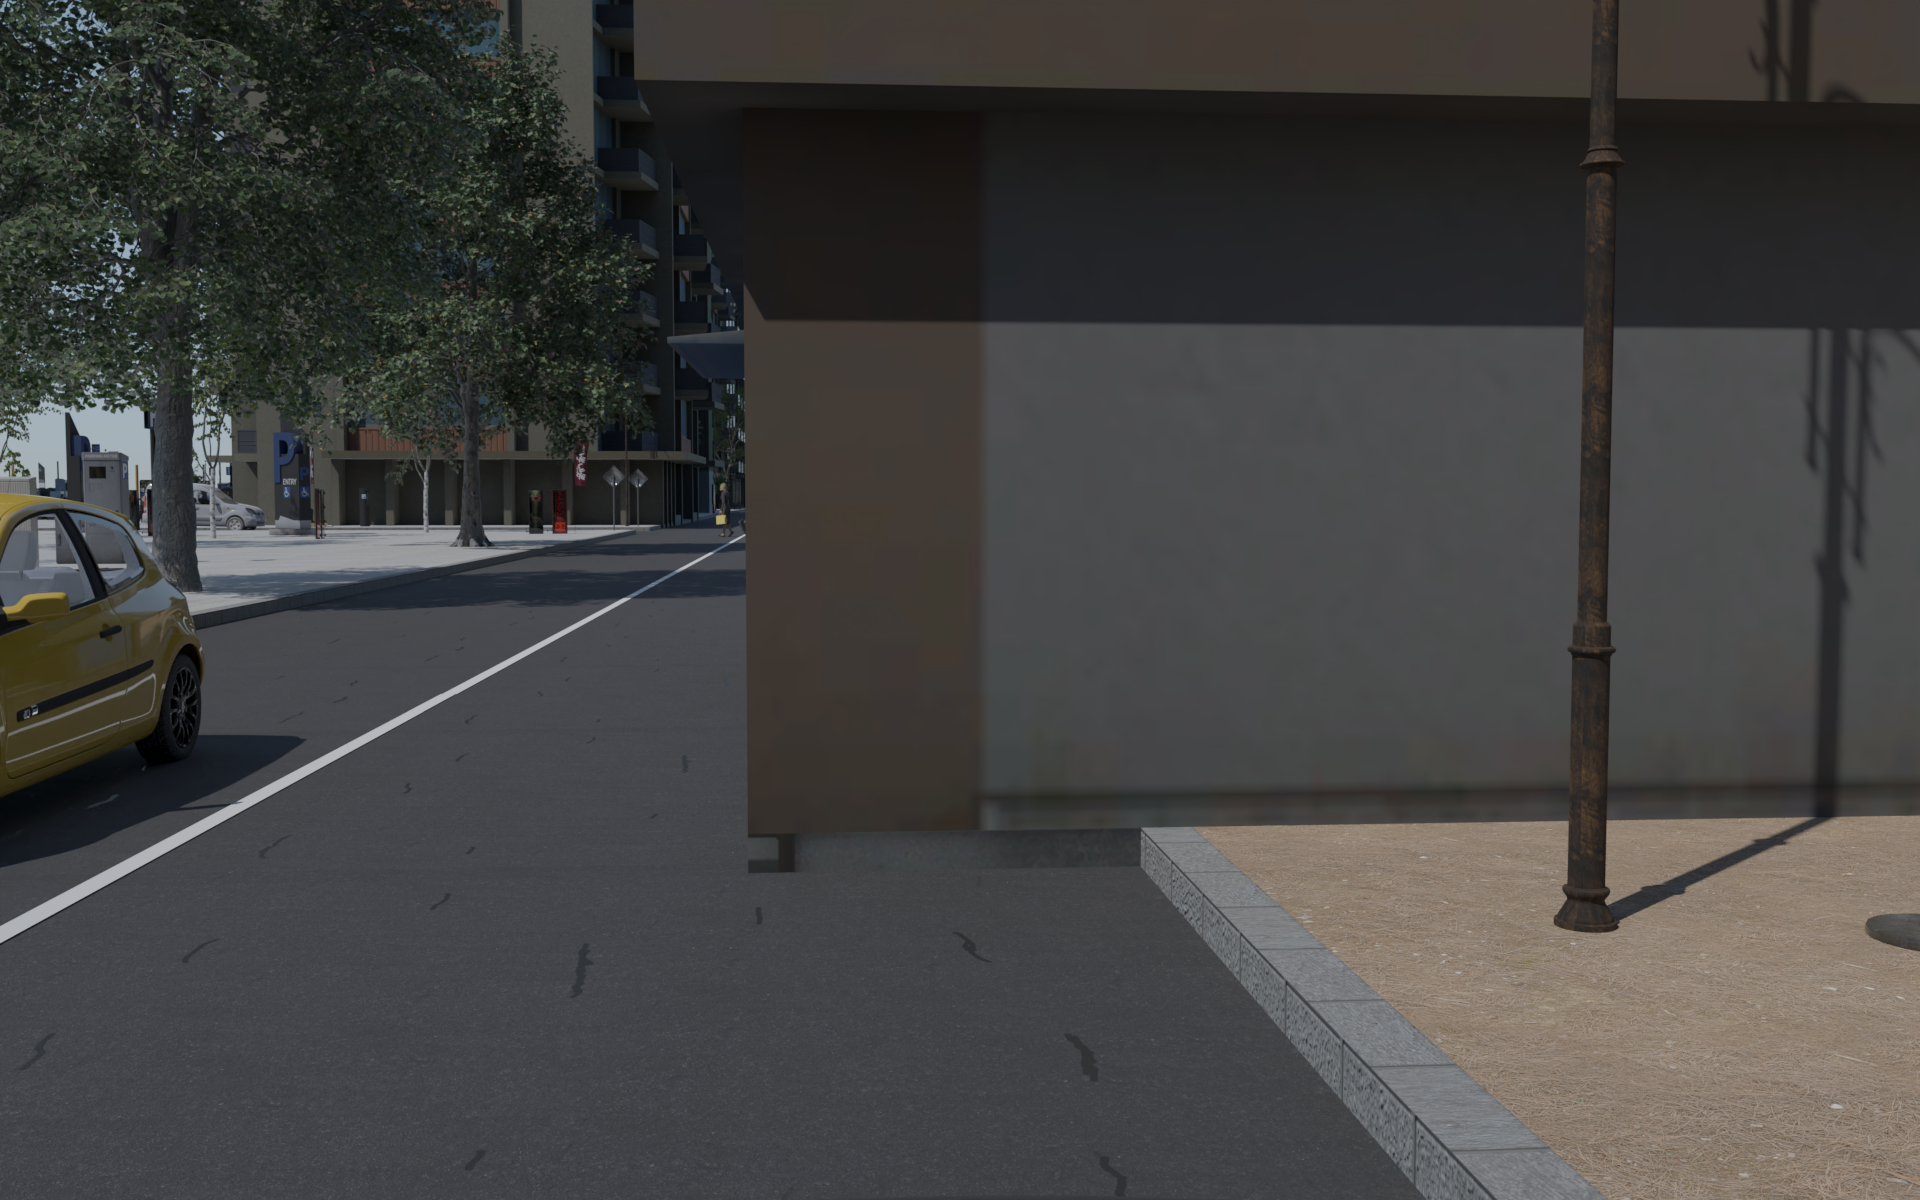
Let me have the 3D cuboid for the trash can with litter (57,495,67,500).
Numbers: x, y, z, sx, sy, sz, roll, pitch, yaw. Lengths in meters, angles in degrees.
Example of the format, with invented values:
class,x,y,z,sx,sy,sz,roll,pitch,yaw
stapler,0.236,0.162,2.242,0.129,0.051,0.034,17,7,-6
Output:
class,x,y,z,sx,sy,sz,roll,pitch,yaw
trash can with litter,-48.552,-5.108,94.578,2.233,1.210,1.678,-3,4,-37

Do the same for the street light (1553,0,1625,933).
class,x,y,z,sx,sy,sz,roll,pitch,yaw
street light,1.859,-1.968,4.969,0.468,5.910,1.993,0,4,-5

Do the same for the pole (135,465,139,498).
class,x,y,z,sx,sy,sz,roll,pitch,yaw
pole,-57.113,-7.730,120.228,0.158,3.312,0.155,0,3,0

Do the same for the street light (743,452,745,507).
class,x,y,z,sx,sy,sz,roll,pitch,yaw
street light,-21.458,-12.216,172.520,0.468,5.910,1.993,0,4,-5

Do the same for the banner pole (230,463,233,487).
class,x,y,z,sx,sy,sz,roll,pitch,yaw
banner pole,-44.121,-7.072,105.641,0.863,3.779,0.401,-3,5,-40

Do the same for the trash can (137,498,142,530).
class,x,y,z,sx,sy,sz,roll,pitch,yaw
trash can,-27.939,-2.852,58.282,0.748,1.137,0.748,0,3,0

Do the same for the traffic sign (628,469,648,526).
class,x,y,z,sx,sy,sz,roll,pitch,yaw
traffic sign,-12.737,-3.968,68.514,0.795,2.450,0.064,0,4,-5

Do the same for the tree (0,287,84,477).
class,x,y,z,sx,sy,sz,roll,pitch,yaw
tree,-27.374,-6.047,49.238,4.737,8.622,4.395,0,3,0

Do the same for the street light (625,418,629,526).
class,x,y,z,sx,sy,sz,roll,pitch,yaw
street light,-13.254,-5.873,68.809,0.468,5.910,1.993,0,4,-5

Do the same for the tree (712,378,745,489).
class,x,y,z,sx,sy,sz,roll,pitch,yaw
tree,-19.030,-12.568,139.904,8.767,10.594,7.601,0,4,2

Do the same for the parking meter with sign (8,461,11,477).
class,x,y,z,sx,sy,sz,roll,pitch,yaw
parking meter with sign,-50.292,-5.733,89.990,1.738,3.016,0.543,-1,4,-22

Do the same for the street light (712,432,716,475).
class,x,y,z,sx,sy,sz,roll,pitch,yaw
street light,-17.661,-9.245,123.938,0.468,5.910,1.993,0,4,-5

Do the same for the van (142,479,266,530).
class,x,y,z,sx,sy,sz,roll,pitch,yaw
van,-27.807,-3.474,63.813,4.112,2.044,2.013,0,4,-5

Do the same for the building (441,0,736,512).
class,x,y,z,sx,sy,sz,roll,pitch,yaw
building,-31.839,-30.679,156.232,22.147,44.769,28.867,0,4,-5

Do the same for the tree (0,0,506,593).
class,x,y,z,sx,sy,sz,roll,pitch,yaw
tree,-10.411,-7.083,22.463,9.857,13.997,8.962,0,3,0

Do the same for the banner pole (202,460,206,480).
class,x,y,z,sx,sy,sz,roll,pitch,yaw
banner pole,-56.153,-8.487,128.783,0.401,3.779,0.863,0,4,-4

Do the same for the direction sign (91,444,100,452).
class,x,y,z,sx,sy,sz,roll,pitch,yaw
direction sign,-39.289,-5.276,78.266,0.876,3.537,0.379,-1,4,-10

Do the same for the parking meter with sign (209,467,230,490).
class,x,y,z,sx,sy,sz,roll,pitch,yaw
parking meter with sign,-48.296,-7.176,113.582,1.738,3.016,0.543,1,4,14

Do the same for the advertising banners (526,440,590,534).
class,x,y,z,sx,sy,sz,roll,pitch,yaw
advertising banners,-12.932,-3.644,55.775,2.074,3.025,0.090,-2,4,-24

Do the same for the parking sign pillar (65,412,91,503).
class,x,y,z,sx,sy,sz,roll,pitch,yaw
parking sign pillar,-29.324,-4.232,57.666,1.447,3.967,1.447,-1,4,-11

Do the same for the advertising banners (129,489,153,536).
class,x,y,z,sx,sy,sz,roll,pitch,yaw
advertising banners,-24.600,-3.466,52.861,2.074,3.025,0.090,-1,4,-11

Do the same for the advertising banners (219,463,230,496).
class,x,y,z,sx,sy,sz,roll,pitch,yaw
advertising banners,-34.803,-5.240,81.865,0.090,3.025,2.074,-1,4,-10

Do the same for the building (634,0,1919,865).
class,x,y,z,sx,sy,sz,roll,pitch,yaw
building,5.195,-22.155,12.340,14.600,45.320,14.200,0,4,-5

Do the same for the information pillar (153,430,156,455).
class,x,y,z,sx,sy,sz,roll,pitch,yaw
information pillar,-19.773,-3.157,42.973,0.504,3.616,0.183,-3,4,-38

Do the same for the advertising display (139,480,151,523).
class,x,y,z,sx,sy,sz,roll,pitch,yaw
advertising display,-36.168,-4.422,77.518,0.974,1.923,0.123,-1,4,-23

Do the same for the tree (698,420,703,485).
class,x,y,z,sx,sy,sz,roll,pitch,yaw
tree,-16.758,-9.207,100.891,4.737,8.622,4.395,0,3,0

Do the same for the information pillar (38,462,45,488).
class,x,y,z,sx,sy,sz,roll,pitch,yaw
information pillar,-67.500,-8.317,127.335,0.504,3.616,0.183,1,4,9

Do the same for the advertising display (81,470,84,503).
class,x,y,z,sx,sy,sz,roll,pitch,yaw
advertising display,-22.189,-2.417,44.738,0.974,1.923,0.123,0,4,8

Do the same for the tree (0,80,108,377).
class,x,y,z,sx,sy,sz,roll,pitch,yaw
tree,-23.534,-6.961,39.570,9.928,11.665,9.643,0,3,0

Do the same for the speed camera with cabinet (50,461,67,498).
class,x,y,z,sx,sy,sz,roll,pitch,yaw
speed camera with cabinet,-53.713,-6.663,103.270,0.660,3.252,2.038,-1,4,-15

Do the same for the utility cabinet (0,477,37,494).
class,x,y,z,sx,sy,sz,roll,pitch,yaw
utility cabinet,-12.311,-0.805,21.842,1.173,1.500,0.318,-1,4,-12

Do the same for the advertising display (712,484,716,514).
class,x,y,z,sx,sy,sz,roll,pitch,yaw
advertising display,-16.275,-6.681,114.451,0.123,1.923,0.974,0,4,0

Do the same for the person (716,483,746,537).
class,x,y,z,sx,sy,sz,roll,pitch,yaw
person,-7.606,-3.039,58.409,1.509,1.804,0.699,-3,5,-39

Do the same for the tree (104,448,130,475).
class,x,y,z,sx,sy,sz,roll,pitch,yaw
tree,-36.118,-4.803,73.122,1.663,3.219,1.824,0,3,0

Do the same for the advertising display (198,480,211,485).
class,x,y,z,sx,sy,sz,roll,pitch,yaw
advertising display,-35.628,-4.684,81.793,0.974,1.923,0.123,2,4,31

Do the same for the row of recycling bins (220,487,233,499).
class,x,y,z,sx,sy,sz,roll,pitch,yaw
row of recycling bins,-40.558,-5.512,97.226,1.069,1.692,3.534,0,4,2

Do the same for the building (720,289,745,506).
class,x,y,z,sx,sy,sz,roll,pitch,yaw
building,-34.650,-34.616,185.578,23.786,49.044,30.456,0,4,-5

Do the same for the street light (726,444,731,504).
class,x,y,z,sx,sy,sz,roll,pitch,yaw
street light,-19.368,-10.530,144.958,0.468,5.910,1.993,0,4,-5

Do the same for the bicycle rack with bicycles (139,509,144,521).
class,x,y,z,sx,sy,sz,roll,pitch,yaw
bicycle rack with bicycles,-38.114,-4.237,82.665,2.852,0.926,2.925,0,4,-6

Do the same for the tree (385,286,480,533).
class,x,y,z,sx,sy,sz,roll,pitch,yaw
tree,-17.697,-6.551,57.471,4.360,8.622,3.978,0,3,0

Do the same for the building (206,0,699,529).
class,x,y,z,sx,sy,sz,roll,pitch,yaw
building,-22.895,-26.153,82.228,22.147,44.769,28.867,0,4,-5

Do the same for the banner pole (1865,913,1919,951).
class,x,y,z,sx,sy,sz,roll,pitch,yaw
banner pole,2.922,-0.922,5.086,0.401,3.779,0.863,1,4,23

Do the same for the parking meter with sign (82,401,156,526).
class,x,y,z,sx,sy,sz,roll,pitch,yaw
parking meter with sign,-15.715,-2.178,31.870,1.738,3.016,0.543,0,4,-7

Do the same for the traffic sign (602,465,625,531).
class,x,y,z,sx,sy,sz,roll,pitch,yaw
traffic sign,-12.100,-3.481,60.554,0.795,2.450,0.064,0,4,-5

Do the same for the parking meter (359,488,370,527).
class,x,y,z,sx,sy,sz,roll,pitch,yaw
parking meter,-23.542,-3.674,68.486,0.372,1.533,0.369,0,3,0

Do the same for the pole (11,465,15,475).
class,x,y,z,sx,sy,sz,roll,pitch,yaw
pole,-64.186,-7.561,117.465,0.158,3.312,0.155,0,3,0

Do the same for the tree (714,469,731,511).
class,x,y,z,sx,sy,sz,roll,pitch,yaw
tree,-18.346,-8.463,132.978,1.663,3.219,1.824,0,3,0

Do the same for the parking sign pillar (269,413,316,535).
class,x,y,z,sx,sy,sz,roll,pitch,yaw
parking sign pillar,-21.023,-4.039,54.503,1.447,3.967,1.447,2,4,35

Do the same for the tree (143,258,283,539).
class,x,y,z,sx,sy,sz,roll,pitch,yaw
tree,-21.673,-6.096,50.026,4.737,8.622,4.395,0,3,0

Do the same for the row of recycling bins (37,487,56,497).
class,x,y,z,sx,sy,sz,roll,pitch,yaw
row of recycling bins,-56.611,-6.129,107.323,1.069,1.692,3.534,0,4,1

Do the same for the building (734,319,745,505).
class,x,y,z,sx,sy,sz,roll,pitch,yaw
building,-34.117,-33.602,232.981,14.154,41.232,14.086,0,4,-5

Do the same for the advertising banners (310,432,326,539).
class,x,y,z,sx,sy,sz,roll,pitch,yaw
advertising banners,-18.285,-3.246,49.263,0.090,3.025,2.074,-1,4,-10

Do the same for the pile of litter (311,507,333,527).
class,x,y,z,sx,sy,sz,roll,pitch,yaw
pile of litter,-25.213,-3.273,67.475,1.719,0.858,1.176,-3,5,-42

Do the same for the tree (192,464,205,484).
class,x,y,z,sx,sy,sz,roll,pitch,yaw
tree,-41.762,-6.083,94.062,1.663,3.219,1.824,0,3,0

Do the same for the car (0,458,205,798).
class,x,y,z,sx,sy,sz,roll,pitch,yaw
car,-4.871,0.144,7.873,2.015,1.641,3.980,0,4,-6

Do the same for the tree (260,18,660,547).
class,x,y,z,sx,sy,sz,roll,pitch,yaw
tree,-11.798,-7.637,41.875,9.611,12.733,9.660,0,3,0

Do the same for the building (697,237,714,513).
class,x,y,z,sx,sy,sz,roll,pitch,yaw
building,-23.883,-20.955,114.316,14.160,30.474,14.107,0,4,-5
